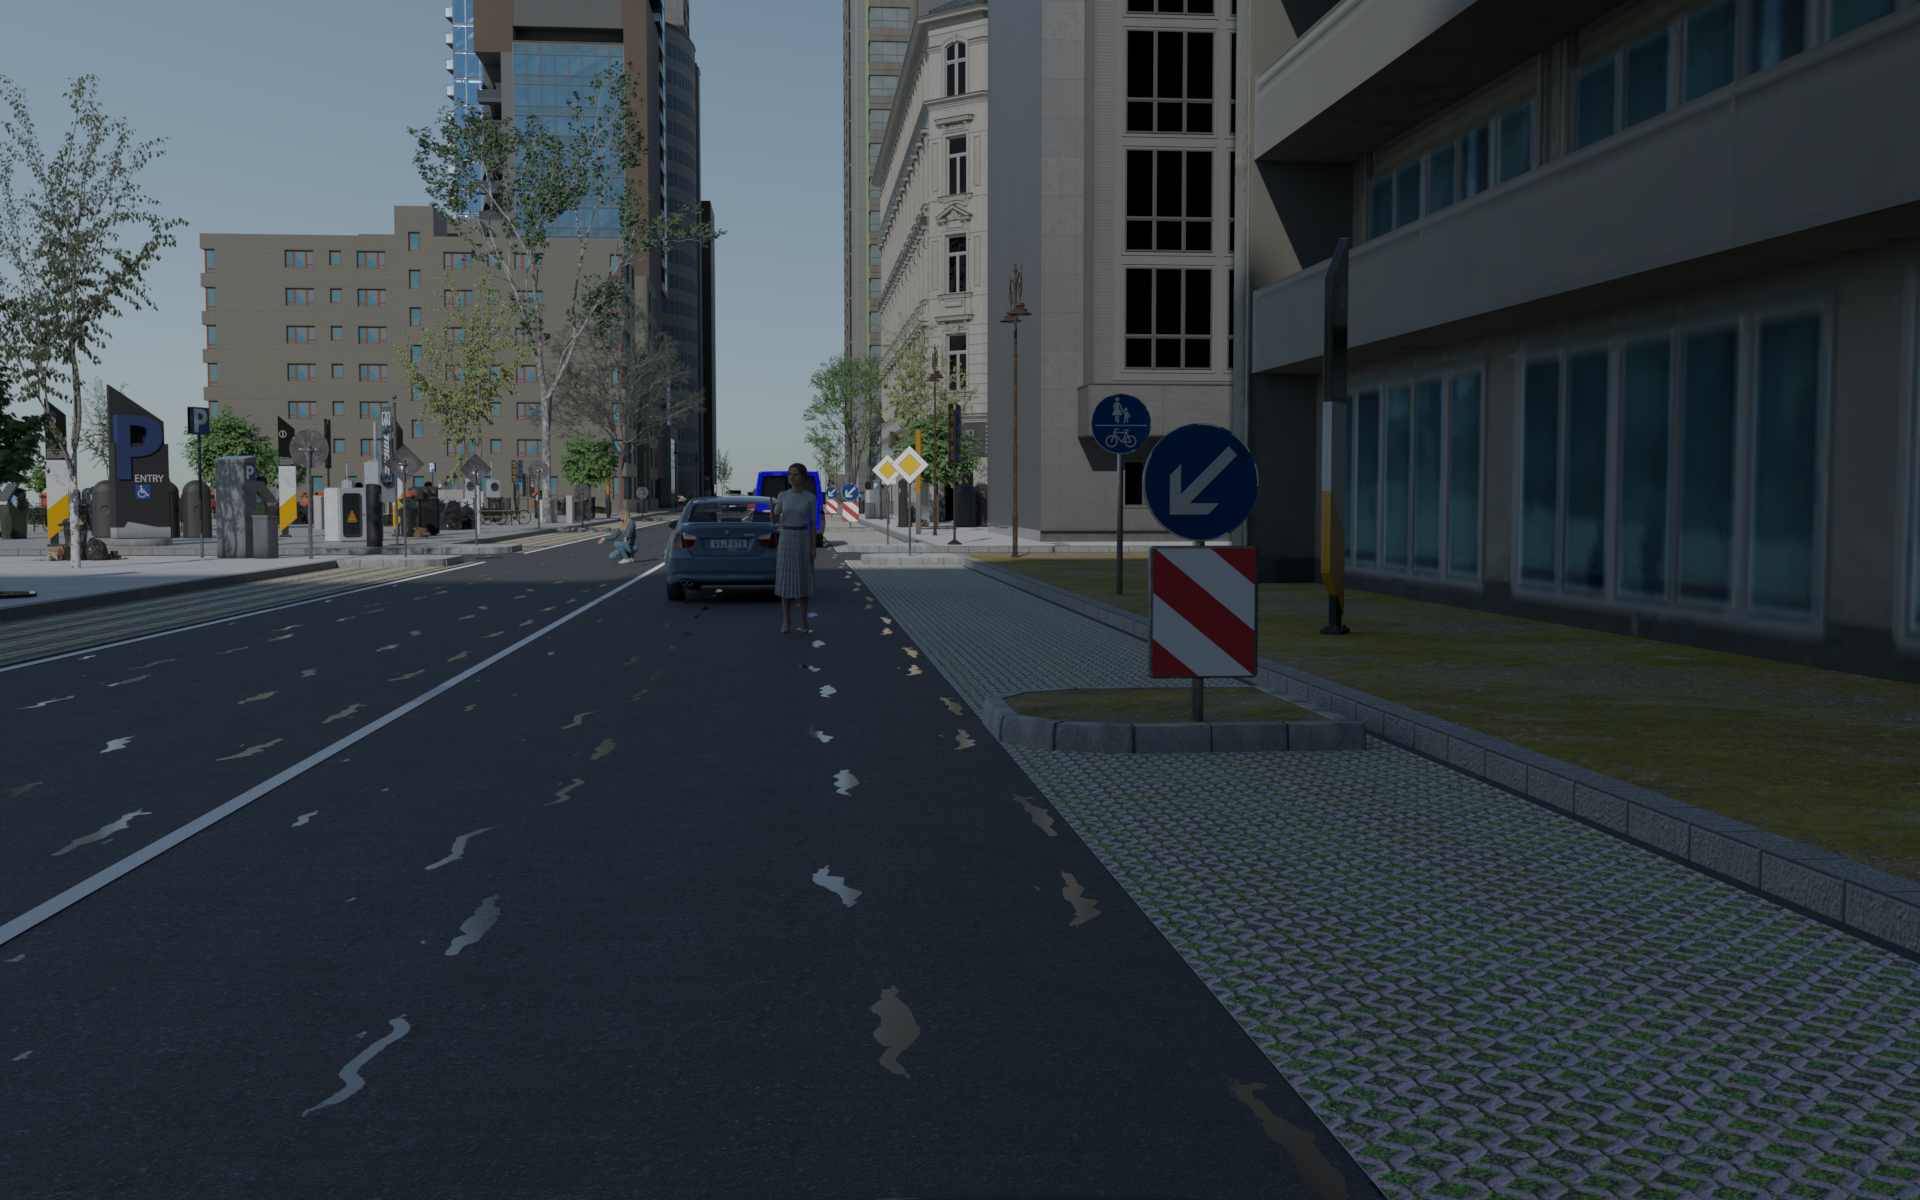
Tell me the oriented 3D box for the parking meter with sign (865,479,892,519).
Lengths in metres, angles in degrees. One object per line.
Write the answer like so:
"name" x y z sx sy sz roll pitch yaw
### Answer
"parking meter with sign" -4.118 -5.676 89.057 0.543 3.016 1.738 3 5 45

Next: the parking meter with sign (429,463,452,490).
"parking meter with sign" -28.649 -6.127 96.442 0.543 3.016 1.738 3 4 38

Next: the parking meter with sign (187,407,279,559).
"parking meter with sign" -14.454 -2.342 34.549 1.738 3.016 0.543 1 4 15

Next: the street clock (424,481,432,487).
"street clock" -30.351 -5.774 98.975 0.471 2.002 0.358 0 4 -6

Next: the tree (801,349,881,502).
"tree" -7.498 -12.086 123.361 9.928 11.665 9.643 0 3 0

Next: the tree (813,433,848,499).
"tree" -15.371 -15.511 203.973 4.737 8.622 4.395 0 3 0

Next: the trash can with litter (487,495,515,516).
"trash can with litter" -25.360 -5.158 95.390 2.233 1.210 1.678 0 4 -1

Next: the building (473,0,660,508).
"building" -33.858 -30.737 152.658 14.600 45.320 14.200 0 4 -6

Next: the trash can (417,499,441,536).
"trash can" -16.392 -2.559 53.489 0.748 1.137 0.748 0 3 0

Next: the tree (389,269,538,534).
"tree" -15.898 -6.464 56.047 4.737 8.622 4.395 0 3 0

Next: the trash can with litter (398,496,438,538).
"trash can with litter" -16.185 -2.453 51.488 1.055 1.170 0.624 2 4 29

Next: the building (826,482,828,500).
"building" -4.380 -35.144 266.487 32.217 40.220 23.993 0 4 -6

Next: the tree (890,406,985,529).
"tree" -0.892 -4.871 63.352 4.285 4.588 4.351 0 3 0

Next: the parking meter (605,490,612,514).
"parking meter" -22.209 -6.178 109.415 0.372 1.533 0.369 0 3 0

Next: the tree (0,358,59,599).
"tree" -11.923 -1.638 21.380 1.663 3.219 1.824 0 3 0

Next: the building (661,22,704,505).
"building" -43.123 -41.069 213.475 21.231 58.520 28.212 0 4 -6

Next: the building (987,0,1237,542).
"building" 13.442 -15.810 52.000 24.014 27.812 14.314 0 4 -6

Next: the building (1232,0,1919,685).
"building" 15.665 -23.925 14.878 21.300 48.544 21.600 0 4 -6

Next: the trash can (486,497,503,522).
"trash can" -21.612 -4.207 80.433 0.748 1.137 0.748 0 3 0

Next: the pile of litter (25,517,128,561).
"pile of litter" -17.147 -1.201 33.596 1.719 0.858 1.176 0 4 -2

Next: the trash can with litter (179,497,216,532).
"trash can with litter" -26.149 -2.886 58.245 2.233 1.210 1.678 1 4 17

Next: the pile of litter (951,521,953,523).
"pile of litter" 0.194 -3.629 73.292 1.176 0.858 1.719 1 4 11

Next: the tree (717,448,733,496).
"tree" -37.655 -19.803 274.140 4.737 8.622 4.395 0 3 0

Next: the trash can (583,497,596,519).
"trash can" -19.245 -4.787 89.924 0.748 1.137 0.748 0 3 0

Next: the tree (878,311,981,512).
"tree" -1.524 -7.289 69.531 4.737 8.622 4.395 0 3 0

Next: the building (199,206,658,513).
"building" -37.947 -17.470 130.672 27.650 21.520 28.899 0 4 -6

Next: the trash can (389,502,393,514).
"trash can" -29.030 -4.730 88.984 0.748 1.137 0.748 0 3 0

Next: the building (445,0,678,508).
"building" -39.624 -52.651 173.521 22.319 86.520 31.000 0 4 -6

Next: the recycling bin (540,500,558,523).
"recycling bin" -18.324 -3.943 77.024 0.722 1.027 0.722 0 4 -3

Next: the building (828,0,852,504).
"building" -6.299 -47.701 218.156 20.563 71.187 20.611 0 4 -6

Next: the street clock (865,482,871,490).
"street clock" -5.356 -5.903 101.090 0.358 2.002 0.471 -2 4 -24

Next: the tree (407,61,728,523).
"tree" -16.818 -13.404 75.045 12.611 20.169 13.585 0 3 0

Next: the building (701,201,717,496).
"building" -43.376 -37.065 256.128 14.600 45.320 14.200 0 4 -6

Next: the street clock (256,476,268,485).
"street clock" -27.507 -3.893 68.215 0.471 2.002 0.358 -2 4 -25

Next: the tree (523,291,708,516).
"tree" -20.126 -11.742 102.348 12.009 13.543 11.850 0 3 0

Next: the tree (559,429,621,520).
"tree" -18.630 -6.316 86.984 4.285 4.588 4.351 0 3 0

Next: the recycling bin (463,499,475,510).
"recycling bin" -26.256 -4.895 92.580 0.722 1.027 0.722 0 4 3

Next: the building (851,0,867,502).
"building" 0.501 -37.755 159.292 21.231 58.520 28.212 0 4 -6

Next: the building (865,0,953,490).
"building" -0.542 -27.814 138.359 14.154 41.232 14.086 0 4 -6

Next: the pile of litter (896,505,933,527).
"pile of litter" -1.720 -3.280 67.588 1.719 0.858 1.176 -1 4 -16

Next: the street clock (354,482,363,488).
"street clock" -36.424 -6.139 104.945 0.471 2.002 0.358 -3 4 -38

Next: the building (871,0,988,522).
"building" 4.546 -19.652 97.728 17.030 29.872 44.131 0 4 -6

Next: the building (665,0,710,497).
"building" -45.128 -48.880 237.435 20.563 71.187 20.611 0 4 -6

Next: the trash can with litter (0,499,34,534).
"trash can with litter" -29.891 -2.653 54.766 0.624 1.170 1.055 1 4 12
